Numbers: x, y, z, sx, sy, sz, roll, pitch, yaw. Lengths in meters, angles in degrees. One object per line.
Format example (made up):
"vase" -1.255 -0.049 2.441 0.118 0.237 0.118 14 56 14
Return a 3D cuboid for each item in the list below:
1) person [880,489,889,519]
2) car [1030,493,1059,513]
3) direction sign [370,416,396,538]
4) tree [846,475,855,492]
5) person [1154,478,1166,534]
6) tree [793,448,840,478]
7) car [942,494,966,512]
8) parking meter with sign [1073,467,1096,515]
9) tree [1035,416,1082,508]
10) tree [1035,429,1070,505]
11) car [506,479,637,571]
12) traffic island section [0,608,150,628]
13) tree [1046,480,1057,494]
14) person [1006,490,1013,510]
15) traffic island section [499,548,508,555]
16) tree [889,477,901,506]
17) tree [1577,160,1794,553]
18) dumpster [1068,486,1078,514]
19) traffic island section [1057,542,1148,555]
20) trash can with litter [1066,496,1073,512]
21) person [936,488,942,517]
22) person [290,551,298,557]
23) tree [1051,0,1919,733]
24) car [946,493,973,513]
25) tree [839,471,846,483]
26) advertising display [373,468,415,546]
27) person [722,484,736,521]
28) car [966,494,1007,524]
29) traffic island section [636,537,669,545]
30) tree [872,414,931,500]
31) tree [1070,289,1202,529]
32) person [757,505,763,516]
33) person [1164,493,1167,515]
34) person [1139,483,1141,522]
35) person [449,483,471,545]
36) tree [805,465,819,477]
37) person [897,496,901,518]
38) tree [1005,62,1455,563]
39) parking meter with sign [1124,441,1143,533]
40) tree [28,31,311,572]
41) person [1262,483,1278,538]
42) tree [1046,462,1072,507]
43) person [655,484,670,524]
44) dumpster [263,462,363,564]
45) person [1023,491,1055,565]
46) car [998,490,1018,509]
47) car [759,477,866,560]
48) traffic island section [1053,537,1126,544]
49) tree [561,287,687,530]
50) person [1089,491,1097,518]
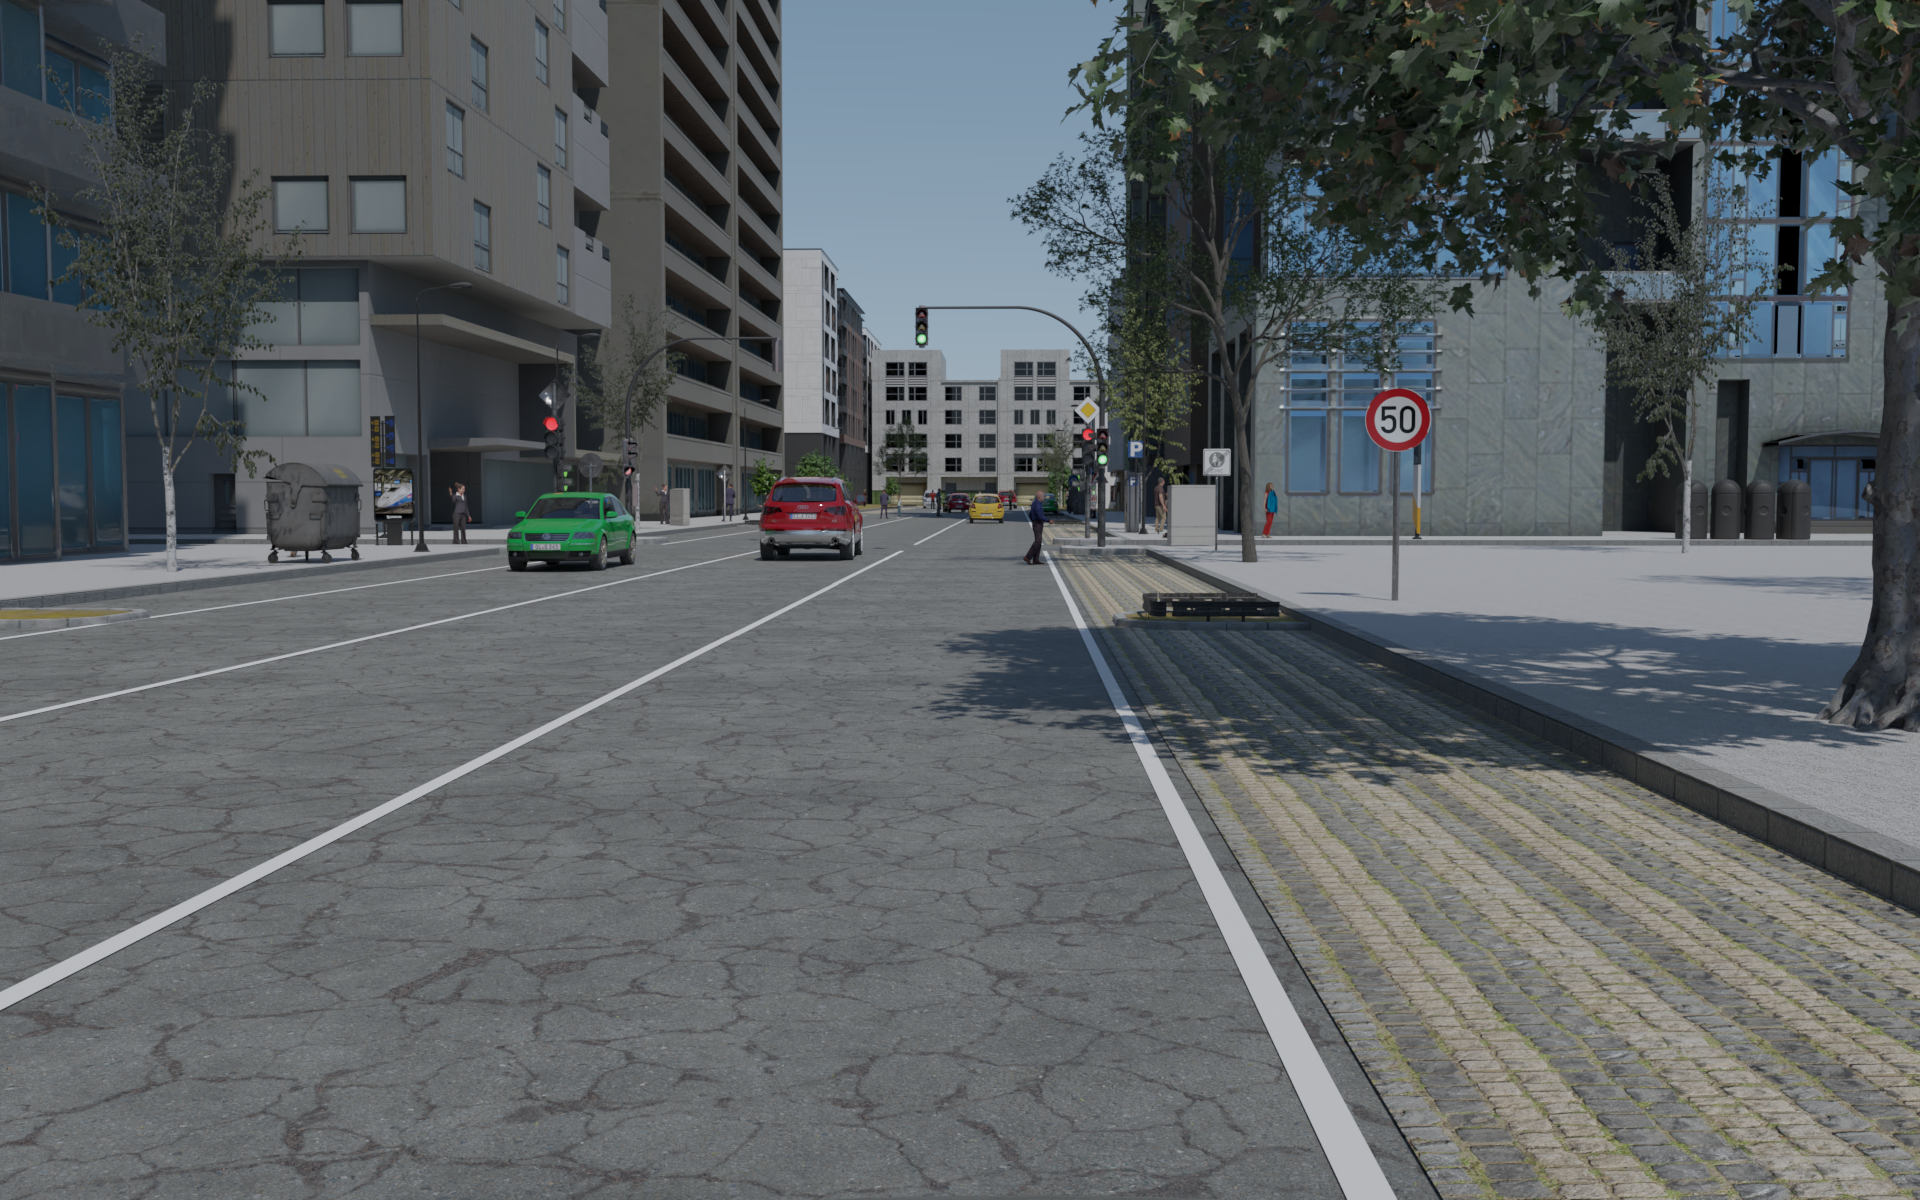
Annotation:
"person" -4.379 -5.563 100.371 0.541 1.710 0.530 1 4 17
"car" 5.622 -6.506 115.169 1.959 1.807 4.718 0 4 1
"direction sign" -16.720 -3.562 50.241 0.876 3.537 0.379 1 4 23
"tree" -9.790 -9.180 144.695 1.663 3.219 1.824 0 3 0
"person" 6.464 -3.024 55.619 0.434 1.807 0.598 0 4 -2
"tree" -10.281 -8.587 124.107 4.285 4.588 4.351 0 3 0
"car" -0.445 -7.834 137.876 2.009 1.686 4.222 0 4 3
"parking meter with sign" 7.651 -6.785 107.194 0.543 3.016 1.738 -2 4 -35
"tree" 9.114 -12.813 159.852 4.360 8.622 3.978 0 3 0
"tree" 10.521 -14.538 188.063 4.737 8.622 4.395 0 3 0
"car" -7.516 -1.527 33.761 1.959 1.807 4.718 0 4 0
"traffic island section" -10.331 0.207 19.487 1.991 0.108 1.994 0 4 2
"tree" 10.519 -12.618 200.904 1.663 3.219 1.824 0 3 0
"person" 4.442 -8.869 153.645 0.705 1.807 1.348 2 4 26
"traffic island section" -9.911 -1.234 42.451 2.009 0.180 2.903 0 4 2
"tree" -7.283 -11.931 189.664 1.663 3.219 1.824 0 3 0
"tree" 15.548 -5.327 37.451 4.360 8.622 3.978 0 3 0
"dumpster" 7.657 -6.542 112.716 1.264 1.857 1.865 0 4 2
"traffic island section" 3.443 -1.207 42.018 2.009 0.180 2.903 0 4 2
"trash can with litter" 8.083 -6.874 123.776 1.055 1.170 0.624 2 4 31
"person" -1.321 -6.248 110.790 0.434 1.807 0.598 0 4 4
"person" -13.567 -1.641 35.074 0.569 1.553 0.471 0 4 -4
"tree" 5.238 -5.646 9.314 9.611 12.733 9.660 0 3 0
"car" -0.037 -7.583 133.026 2.155 1.783 4.494 0 4 1
"tree" -9.701 -8.264 129.724 1.663 3.219 1.824 0 3 0
"advertising display" -14.093 -2.320 43.141 0.974 1.923 0.123 0 4 -5
"person" -10.846 -4.561 81.061 0.683 1.767 0.568 -1 4 -12
"car" 1.302 -4.607 85.541 2.015 1.641 3.980 0 4 0
"traffic island section" -9.654 -1.722 50.432 2.009 0.180 2.903 0 4 2
"tree" -6.753 -16.264 200.322 7.601 10.594 8.767 0 4 5
"tree" 6.466 -6.760 60.894 4.737 8.622 4.395 0 3 0
"person" -11.350 -5.249 99.781 0.347 0.859 0.695 2 4 33
"person" 6.957 -2.874 56.948 0.340 1.345 0.435 3 5 45
"person" 8.181 -4.484 79.498 0.789 1.805 0.875 1 4 9
"person" -12.960 -2.175 44.872 0.445 1.727 0.742 0 4 -1
"tree" -9.643 -7.269 113.444 1.663 3.219 1.824 0 3 0
"person" -3.623 -5.493 102.214 0.340 1.345 0.435 -1 4 -15
"tree" 5.366 -6.002 32.549 8.767 10.594 7.601 -1 4 -16
"parking meter with sign" 5.749 -3.753 57.628 0.543 3.016 1.738 0 4 -1
"tree" -12.845 -4.754 28.088 4.360 8.622 3.978 0 3 0
"person" 8.988 -2.597 50.214 0.593 1.614 0.444 -1 4 -22
"tree" 10.071 -11.389 169.918 4.285 4.588 4.351 0 3 0
"person" -12.512 -4.045 72.984 0.445 1.727 0.742 2 4 27
"dumpster" -12.153 -1.639 32.556 1.264 1.857 1.865 0 4 2
"person" 1.630 -1.464 35.126 0.600 1.496 0.574 1 4 17
"car" 4.591 -9.908 170.661 2.281 1.827 5.304 0 4 0
"car" -3.303 -1.858 39.044 2.281 1.827 5.304 0 3 0
"traffic island section" 3.700 -1.695 49.999 2.009 0.180 2.903 0 4 2
"tree" -11.630 -6.779 61.193 4.360 8.622 3.978 0 3 0
"person" 6.998 -5.243 92.316 0.434 1.755 0.990 3 5 42
